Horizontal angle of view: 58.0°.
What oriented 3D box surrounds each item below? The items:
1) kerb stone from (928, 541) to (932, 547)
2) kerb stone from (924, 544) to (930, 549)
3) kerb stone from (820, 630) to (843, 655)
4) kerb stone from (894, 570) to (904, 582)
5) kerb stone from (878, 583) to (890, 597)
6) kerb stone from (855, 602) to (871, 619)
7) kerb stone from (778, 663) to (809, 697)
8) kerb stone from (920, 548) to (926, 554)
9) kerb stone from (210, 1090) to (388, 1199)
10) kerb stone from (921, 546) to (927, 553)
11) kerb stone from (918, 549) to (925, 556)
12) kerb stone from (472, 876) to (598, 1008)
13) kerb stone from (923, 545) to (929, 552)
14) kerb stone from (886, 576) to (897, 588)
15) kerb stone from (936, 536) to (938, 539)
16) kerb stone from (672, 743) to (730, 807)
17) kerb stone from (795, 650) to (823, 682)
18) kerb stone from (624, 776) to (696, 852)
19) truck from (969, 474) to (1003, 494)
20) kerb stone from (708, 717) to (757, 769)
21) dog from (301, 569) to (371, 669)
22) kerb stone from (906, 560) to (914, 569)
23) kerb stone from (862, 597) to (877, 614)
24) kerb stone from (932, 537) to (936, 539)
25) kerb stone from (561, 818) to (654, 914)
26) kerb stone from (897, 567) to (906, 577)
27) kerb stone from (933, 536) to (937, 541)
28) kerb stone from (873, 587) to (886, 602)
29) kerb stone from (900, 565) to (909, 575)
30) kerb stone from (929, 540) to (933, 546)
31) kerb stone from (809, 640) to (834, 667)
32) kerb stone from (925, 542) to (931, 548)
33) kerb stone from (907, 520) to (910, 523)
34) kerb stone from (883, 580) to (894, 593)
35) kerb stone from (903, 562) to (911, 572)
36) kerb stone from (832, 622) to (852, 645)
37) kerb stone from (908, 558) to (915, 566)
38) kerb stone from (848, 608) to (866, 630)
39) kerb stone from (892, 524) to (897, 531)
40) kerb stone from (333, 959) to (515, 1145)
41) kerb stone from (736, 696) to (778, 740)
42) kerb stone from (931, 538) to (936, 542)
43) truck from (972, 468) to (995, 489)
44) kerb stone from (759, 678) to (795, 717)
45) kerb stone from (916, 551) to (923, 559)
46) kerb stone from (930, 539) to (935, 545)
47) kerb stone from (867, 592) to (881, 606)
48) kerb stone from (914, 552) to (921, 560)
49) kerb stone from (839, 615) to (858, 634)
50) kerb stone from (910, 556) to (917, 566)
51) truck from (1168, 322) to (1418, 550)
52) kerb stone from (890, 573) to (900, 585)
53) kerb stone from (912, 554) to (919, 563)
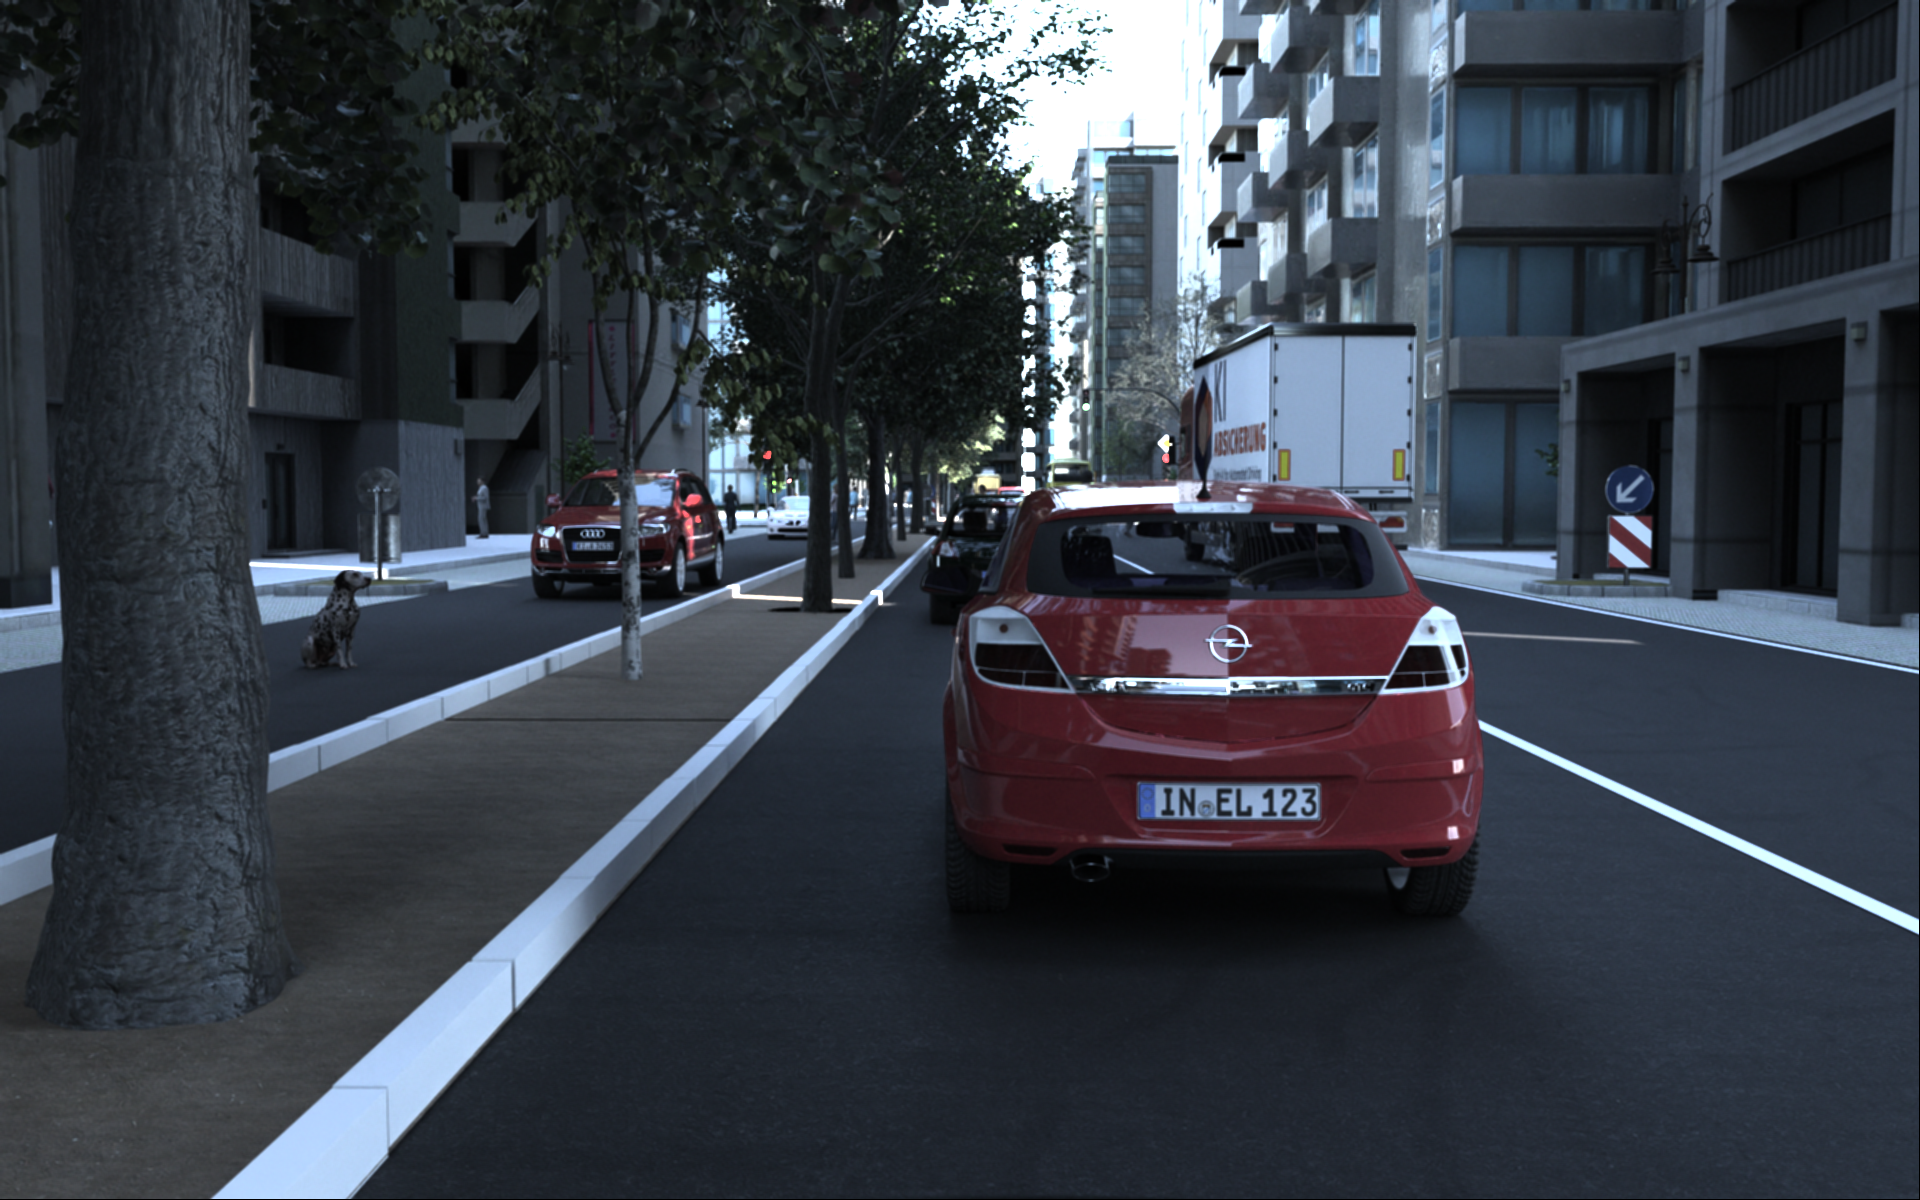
[{"bbox_3d":[-0.853,-1.349,44.248,0.120,0.150,1.000,0,4,1],"label":"kerb stone"},{"bbox_3d":[-0.864,-1.217,42.201,0.120,0.150,1.000,0,4,1],"label":"kerb stone"},{"bbox_3d":[-1.169,0.408,15.526,0.120,0.150,1.000,0,4,1],"label":"kerb stone"},{"bbox_3d":[-1.030,-0.343,27.838,0.120,0.150,1.000,0,4,1],"label":"kerb stone"},{"bbox_3d":[-1.082,-0.094,23.735,0.120,0.150,1.000,0,4,1],"label":"kerb stone"},{"bbox_3d":[-1.127,0.160,19.635,0.120,0.150,1.000,0,4,1],"label":"kerb stone"},{"bbox_3d":[-1.212,0.598,12.448,0.120,0.150,1.000,0,4,1],"label":"kerb stone"},{"bbox_3d":[-0.907,-1.035,39.121,0.120,0.150,1.000,0,4,1],"label":"kerb stone"},{"bbox_3d":[-1.302,1.159,3.241,0.120,0.150,1.000,0,4,1],"label":"kerb stone"},{"bbox_3d":[-0.896,-1.098,40.145,0.120,0.150,1.000,0,4,1],"label":"kerb stone"},{"bbox_3d":[-0.912,-0.973,38.100,0.120,0.150,1.000,0,4,1],"label":"kerb stone"},{"bbox_3d":[-1.283,1.034,5.286,0.120,0.150,1.000,0,4,1],"label":"kerb stone"},{"bbox_3d":[-0.883,-1.159,41.173,0.120,0.150,1.000,0,4,1],"label":"kerb stone"},{"bbox_3d":[-1.057,-0.220,25.794,0.120,0.150,1.000,0,4,1],"label":"kerb stone"},{"bbox_3d":[-0.771,-1.726,50.410,0.120,0.150,1.000,0,4,1],"label":"kerb stone"},{"bbox_3d":[-1.253,0.851,8.354,0.120,0.150,1.000,0,4,1],"label":"kerb stone"},{"bbox_3d":[-1.195,0.533,13.480,0.120,0.150,1.000,0,4,1],"label":"kerb stone"},{"bbox_3d":[-1.270,0.912,7.332,0.120,0.150,1.000,0,4,1],"label":"kerb stone"},{"bbox_3d":[2.629,-10.630,169.729,3.469,3.379,9.791,0,4,0],"label":"truck"},{"bbox_3d":[-1.241,0.788,9.378,0.120,0.150,1.000,0,4,1],"label":"kerb stone"},{"bbox_3d":[-5.237,0.147,14.434,0.513,0.831,0.800,-2,4,-29],"label":"dog"},{"bbox_3d":[-0.982,-0.597,31.956,0.120,0.150,1.000,0,4,1],"label":"kerb stone"},{"bbox_3d":[-1.112,0.098,20.660,0.120,0.150,1.000,0,4,1],"label":"kerb stone"},{"bbox_3d":[-0.800,-1.600,48.362,0.120,0.150,1.000,0,4,1],"label":"kerb stone"},{"bbox_3d":[-1.278,0.974,6.311,0.120,0.150,1.000,0,4,1],"label":"kerb stone"},{"bbox_3d":[-1.019,-0.408,28.865,0.120,0.150,1.000,0,4,1],"label":"kerb stone"},{"bbox_3d":[-0.787,-1.663,49.384,0.120,0.150,1.000,0,4,1],"label":"kerb stone"},{"bbox_3d":[-1.092,-0.032,22.711,0.120,0.150,1.000,0,4,1],"label":"kerb stone"},{"bbox_3d":[-1.010,-0.471,29.901,0.120,0.150,1.000,0,4,1],"label":"kerb stone"},{"bbox_3d":[-0.836,-1.412,45.284,0.120,0.150,1.000,0,4,1],"label":"kerb stone"},{"bbox_3d":[-1.182,0.471,14.502,0.120,0.150,1.000,0,4,1],"label":"kerb stone"},{"bbox_3d":[-0.862,-1.285,43.226,0.120,0.150,1.000,0,4,1],"label":"kerb stone"},{"bbox_3d":[-2.457,-4.016,87.862,0.120,0.150,1.000,0,4,1],"label":"kerb stone"},{"bbox_3d":[-1.060,-0.157,24.769,0.120,0.150,1.000,0,4,1],"label":"kerb stone"},{"bbox_3d":[-0.994,-0.532,30.928,0.120,0.150,1.000,0,4,1],"label":"kerb stone"},{"bbox_3d":[-1.155,0.347,16.549,0.120,0.150,1.000,0,4,1],"label":"kerb stone"},{"bbox_3d":[-0.974,-0.659,32.978,0.120,0.150,1.000,0,4,1],"label":"kerb stone"},{"bbox_3d":[-1.128,0.219,18.608,0.120,0.150,1.000,0,4,1],"label":"kerb stone"},{"bbox_3d":[-2.637,-3.036,71.900,0.120,0.150,1.000,0,4,1],"label":"kerb stone"},{"bbox_3d":[-1.297,1.099,4.264,0.120,0.150,1.000,0,4,1],"label":"kerb stone"},{"bbox_3d":[-1.229,0.725,10.400,0.120,0.150,1.000,0,4,1],"label":"kerb stone"},{"bbox_3d":[-0.809,-1.537,47.333,0.120,0.150,1.000,0,4,1],"label":"kerb stone"},{"bbox_3d":[2.607,-12.214,188.605,2.839,4.237,11.283,0,4,2],"label":"truck"},{"bbox_3d":[-1.216,0.659,11.426,0.120,0.150,1.000,0,4,1],"label":"kerb stone"},{"bbox_3d":[-0.932,-0.910,37.074,0.120,0.150,1.000,0,4,1],"label":"kerb stone"},{"bbox_3d":[-0.814,-1.473,46.311,0.120,0.150,1.000,0,4,1],"label":"kerb stone"},{"bbox_3d":[-1.107,0.035,21.689,0.120,0.150,1.000,0,4,1],"label":"kerb stone"},{"bbox_3d":[-0.941,-0.845,36.048,0.120,0.150,1.000,0,4,1],"label":"kerb stone"},{"bbox_3d":[-1.152,0.283,17.571,0.120,0.150,1.000,0,4,1],"label":"kerb stone"},{"bbox_3d":[-0.968,-0.722,34.000,0.120,0.150,1.000,0,4,1],"label":"kerb stone"},{"bbox_3d":[6.126,-2.753,33.930,2.839,4.237,11.283,0,4,-1],"label":"truck"},{"bbox_3d":[-1.045,-0.282,26.816,0.120,0.150,1.000,0,4,1],"label":"kerb stone"},{"bbox_3d":[-0.948,-0.784,35.022,0.120,0.150,1.000,0,4,1],"label":"kerb stone"}]
